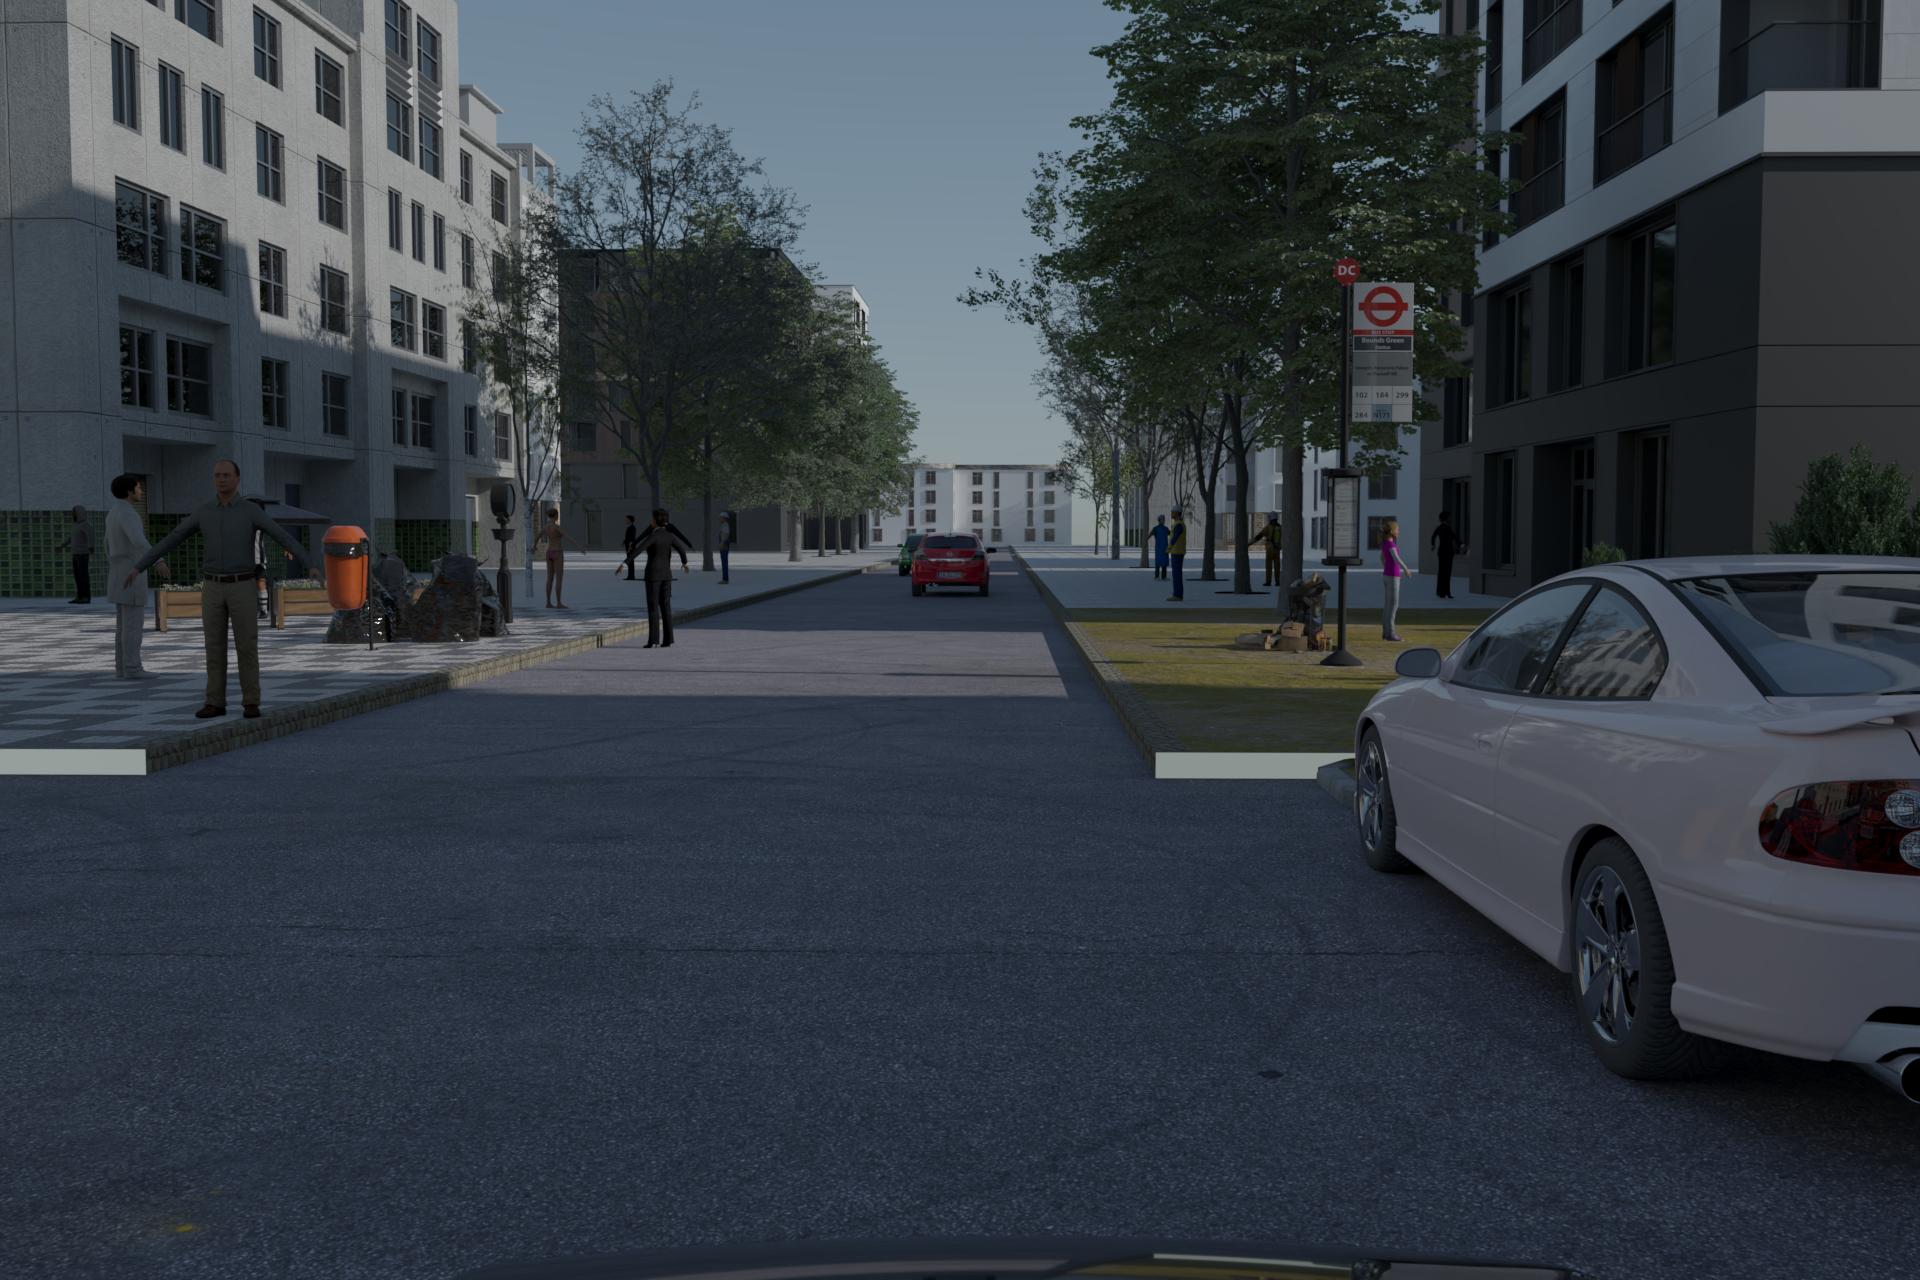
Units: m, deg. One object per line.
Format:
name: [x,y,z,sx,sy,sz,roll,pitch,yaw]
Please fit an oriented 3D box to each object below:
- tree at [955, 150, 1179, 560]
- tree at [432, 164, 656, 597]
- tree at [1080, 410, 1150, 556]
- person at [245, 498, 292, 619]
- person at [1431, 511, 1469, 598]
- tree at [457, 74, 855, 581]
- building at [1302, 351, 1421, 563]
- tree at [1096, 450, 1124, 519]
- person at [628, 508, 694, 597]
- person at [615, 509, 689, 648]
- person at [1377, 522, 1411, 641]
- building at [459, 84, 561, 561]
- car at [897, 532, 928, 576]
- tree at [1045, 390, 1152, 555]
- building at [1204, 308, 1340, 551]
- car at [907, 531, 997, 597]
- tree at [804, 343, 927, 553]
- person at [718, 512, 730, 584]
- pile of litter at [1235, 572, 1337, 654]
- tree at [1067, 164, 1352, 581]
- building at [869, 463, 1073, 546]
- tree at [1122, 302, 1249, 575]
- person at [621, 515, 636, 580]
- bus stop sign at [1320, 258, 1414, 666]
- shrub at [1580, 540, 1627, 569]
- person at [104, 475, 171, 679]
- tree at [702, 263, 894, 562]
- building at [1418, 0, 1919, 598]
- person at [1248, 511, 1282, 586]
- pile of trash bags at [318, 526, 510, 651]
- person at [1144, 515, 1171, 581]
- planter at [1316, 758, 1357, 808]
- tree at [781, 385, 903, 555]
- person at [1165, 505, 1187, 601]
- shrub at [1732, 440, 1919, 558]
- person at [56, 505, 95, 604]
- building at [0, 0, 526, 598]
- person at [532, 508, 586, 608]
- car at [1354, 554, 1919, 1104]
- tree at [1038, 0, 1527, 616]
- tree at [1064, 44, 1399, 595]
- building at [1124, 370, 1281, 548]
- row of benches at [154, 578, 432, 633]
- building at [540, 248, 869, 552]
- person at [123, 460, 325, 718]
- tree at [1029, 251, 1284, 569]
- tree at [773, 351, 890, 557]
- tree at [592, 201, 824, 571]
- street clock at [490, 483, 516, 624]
tree: [6.620,-14.121,86.767,12.611,20.169,13.585,0,3,0]
tree: [-8.972,-5.191,35.234,4.360,8.622,3.978,0,3,0]
tree: [8.672,-9.098,99.122,4.737,8.622,4.395,0,3,0]
person: [-10.689,-1.226,26.189,1.345,1.843,0.704,1,4,9]
person: [9.763,-1.707,34.626,0.721,1.740,1.216,-1,4,-18]
tree: [-8.391,-8.368,47.182,12.009,13.543,11.850,0,3,0]
building: [20.930,-8.186,75.996,9.099,9.664,28.070,0,4,2]
tree: [19.289,-16.864,201.481,9.928,11.665,9.643,0,3,0]
person: [-6.049,-1.766,35.104,1.346,1.802,0.704,-1,4,-15]
person: [-3.850,-0.773,21.825,0.721,1.740,1.216,3,4,37]
person: [5.238,-0.706,20.809,0.599,1.433,0.991,0,4,-1]
building: [-25.435,-13.338,74.494,16.016,20.090,11.380,0,4,1]
car: [-1.184,-3.165,60.551,1.959,1.807,4.718,0,4,1]
tree: [8.793,-10.592,107.599,7.601,10.594,8.767,-2,4,-34]
building: [25.482,-17.575,143.765,16.016,20.090,11.380,0,4,1]
car: [-0.197,-1.965,41.166,2.155,1.783,4.494,0,4,1]
tree: [-7.084,-12.723,114.683,9.857,13.997,8.962,0,3,0]
person: [-6.083,-2.362,44.478,0.705,1.847,1.347,-1,4,-8]
pile of litter: [3.671,-0.329,19.342,1.176,0.858,1.719,0,4,1]
tree: [6.735,-7.419,47.064,9.928,11.665,9.643,0,3,0]
building: [-0.621,-16.003,206.252,28.070,9.664,9.099,0,4,1]
tree: [6.703,-6.360,54.356,4.360,8.622,3.978,0,3,0]
person: [-9.171,-2.560,48.035,0.705,1.806,1.347,-1,4,-21]
bus stop sign: [3.957,-1.722,16.852,0.855,3.939,0.416,0,4,1]
shrub: [8.445,-0.712,22.756,1.383,1.207,1.383,0,3,0]
person: [-7.370,-0.565,15.419,0.705,1.806,1.347,-3,5,-42]
tree: [-7.715,-10.611,80.144,9.857,13.997,8.962,0,3,0]
building: [25.027,-11.927,38.982,27.936,21.610,32.646,0,4,1]
person: [7.701,-2.256,42.651,1.354,1.858,0.705,-1,4,-14]
pile of trash bags: [-6.659,-0.658,20.507,1.912,1.369,3.447,0,4,3]
person: [5.562,-2.539,47.645,1.347,1.817,0.704,-2,4,-31]
planter: [3.032,0.708,9.559,1.991,0.319,1.994,0,4,2]
tree: [-7.316,-10.974,105.175,9.928,11.665,9.643,0,3,0]
person: [4.135,-1.667,33.219,0.705,1.833,1.349,1,4,14]
shrub: [7.464,-0.642,14.546,1.661,2.075,1.752,0,3,0]
person: [-16.192,-1.572,31.828,1.348,1.813,0.705,3,4,39]
building: [-25.368,-11.229,50.060,16.747,18.905,31.486,0,4,2]
person: [-6.971,-1.419,30.004,1.217,1.733,0.721,2,4,31]
car: [2.651,0.394,5.917,2.083,1.381,4.827,0,4,1]
tree: [5.138,-6.686,27.439,7.486,12.596,7.792,0,3,0]
tree: [5.942,-6.797,36.880,9.928,11.665,9.643,0,3,0]
building: [25.618,-18.624,170.959,16.747,18.905,31.486,0,4,2]
row of benches: [-8.780,-0.509,23.785,4.104,0.672,1.422,-2,4,-31]
building: [-22.739,-18.136,140.497,27.936,21.610,32.646,0,4,2]
person: [-5.122,-0.358,12.123,1.348,1.796,0.705,0,4,-6]
tree: [7.035,-9.426,64.486,12.009,13.543,11.850,0,3,0]
tree: [-7.758,-10.417,96.071,9.928,11.665,9.643,0,3,0]
tree: [-8.521,-8.619,59.052,7.486,12.596,7.792,0,3,0]
street clock: [-6.538,-1.239,24.822,0.358,2.002,0.471,0,4,3]
